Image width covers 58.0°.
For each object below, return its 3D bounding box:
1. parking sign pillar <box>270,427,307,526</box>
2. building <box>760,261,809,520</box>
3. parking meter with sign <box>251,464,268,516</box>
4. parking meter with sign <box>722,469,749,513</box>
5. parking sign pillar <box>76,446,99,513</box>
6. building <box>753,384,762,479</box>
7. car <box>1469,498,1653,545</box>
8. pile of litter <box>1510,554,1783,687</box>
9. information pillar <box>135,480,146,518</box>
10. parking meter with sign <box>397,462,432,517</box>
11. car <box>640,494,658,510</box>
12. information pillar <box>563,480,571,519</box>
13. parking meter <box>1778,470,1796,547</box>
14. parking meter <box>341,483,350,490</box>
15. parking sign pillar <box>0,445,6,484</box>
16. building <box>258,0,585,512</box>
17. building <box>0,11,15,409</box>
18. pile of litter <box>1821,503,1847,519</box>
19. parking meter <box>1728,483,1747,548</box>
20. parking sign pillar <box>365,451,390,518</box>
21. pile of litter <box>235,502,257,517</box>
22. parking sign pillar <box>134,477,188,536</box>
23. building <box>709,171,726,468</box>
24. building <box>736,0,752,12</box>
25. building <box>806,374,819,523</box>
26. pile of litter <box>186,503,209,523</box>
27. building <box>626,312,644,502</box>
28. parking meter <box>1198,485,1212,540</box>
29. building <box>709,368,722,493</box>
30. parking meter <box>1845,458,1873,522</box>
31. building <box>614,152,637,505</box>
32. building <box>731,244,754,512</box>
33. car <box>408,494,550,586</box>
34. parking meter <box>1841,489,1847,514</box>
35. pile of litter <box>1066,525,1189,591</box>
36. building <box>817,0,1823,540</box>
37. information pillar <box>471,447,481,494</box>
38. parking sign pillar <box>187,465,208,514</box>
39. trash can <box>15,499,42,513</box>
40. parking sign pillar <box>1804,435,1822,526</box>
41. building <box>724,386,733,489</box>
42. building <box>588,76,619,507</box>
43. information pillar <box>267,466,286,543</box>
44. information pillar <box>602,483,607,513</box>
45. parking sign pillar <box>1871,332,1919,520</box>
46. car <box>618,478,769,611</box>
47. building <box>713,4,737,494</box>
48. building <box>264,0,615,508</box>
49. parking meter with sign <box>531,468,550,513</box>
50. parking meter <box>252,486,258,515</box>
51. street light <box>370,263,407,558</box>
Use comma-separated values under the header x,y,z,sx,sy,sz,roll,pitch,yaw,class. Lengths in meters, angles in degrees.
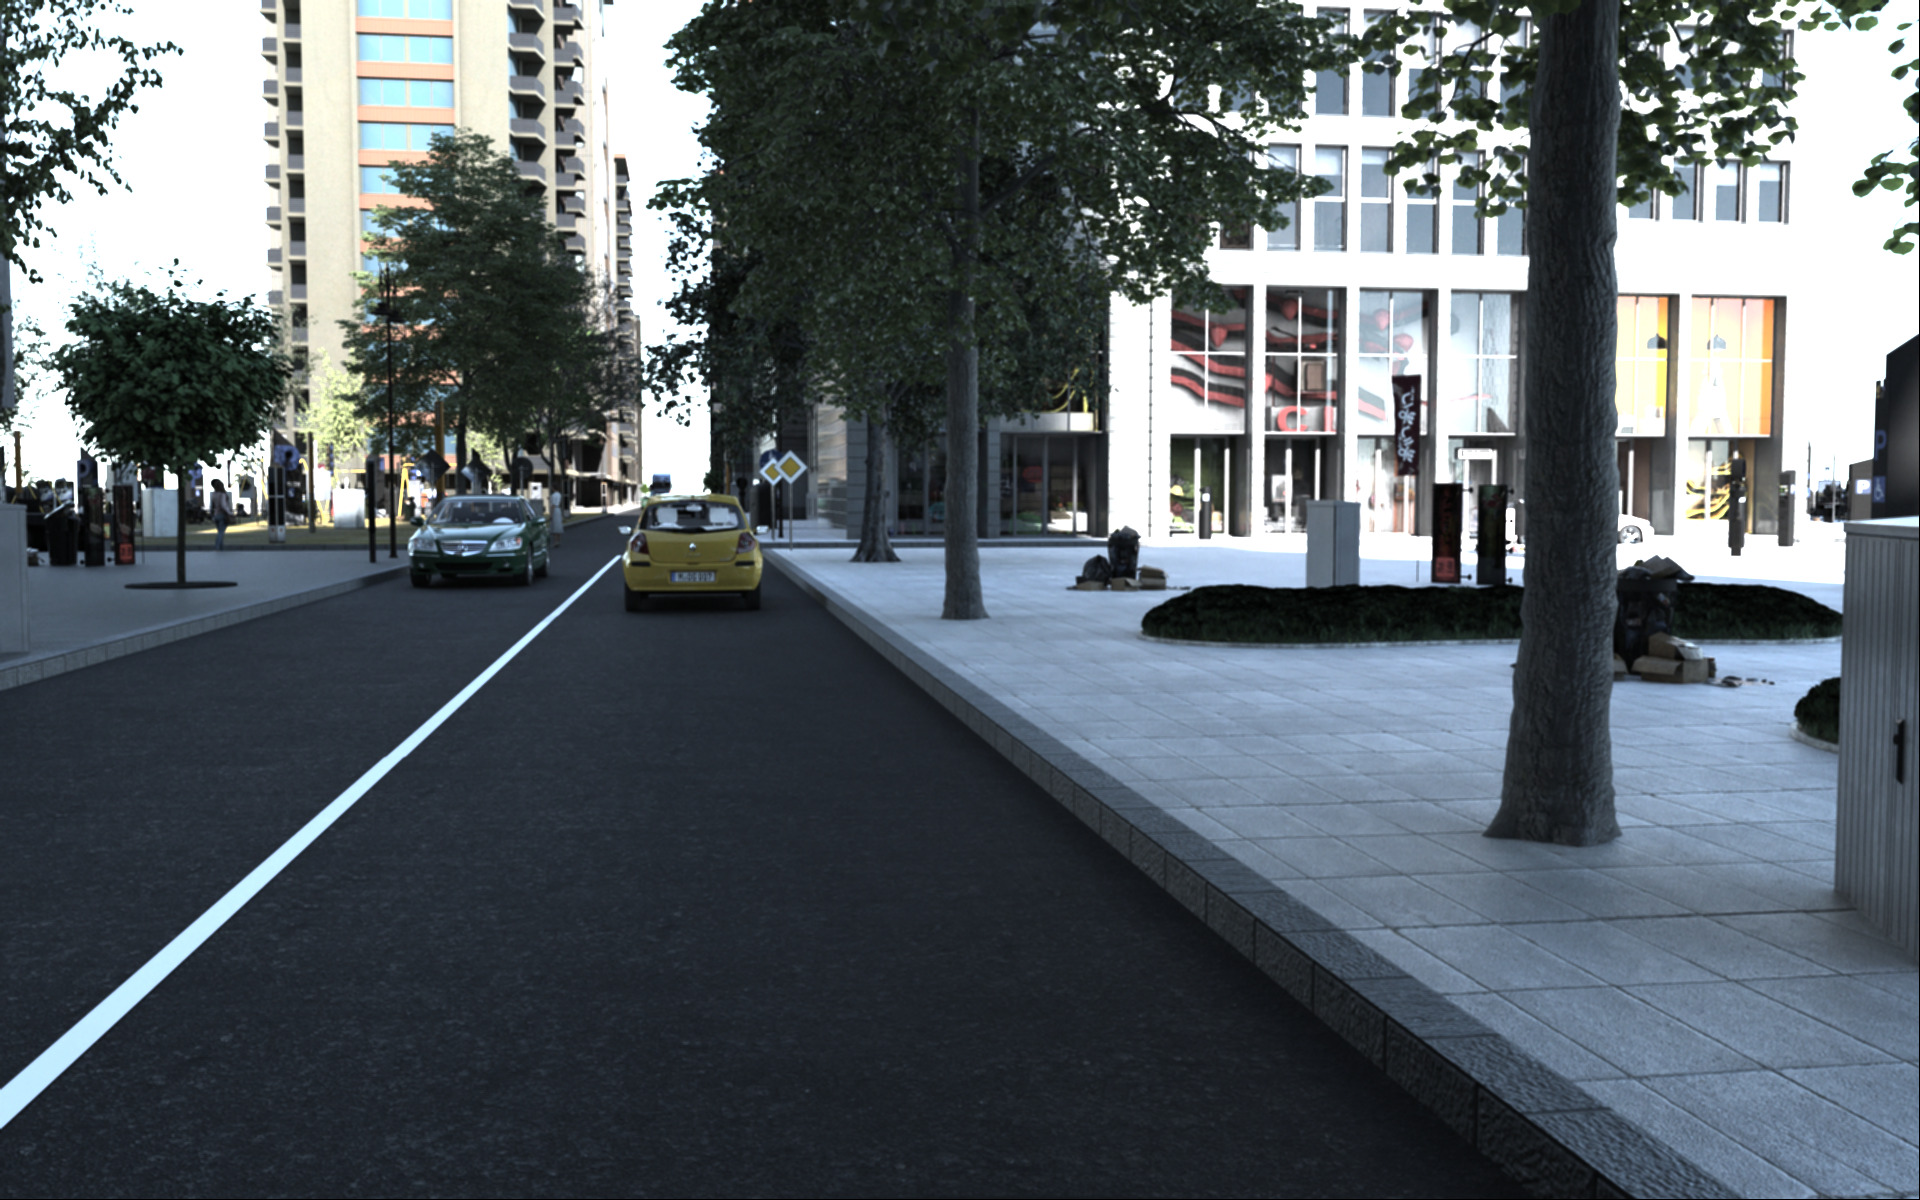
x,y,z,sx,sy,sz,roll,pitch,yaw,class
-26.873,-4.933,69.127,1.447,3.967,1.447,2,4,24,parking sign pillar
-5.941,-15.037,95.006,9.793,20.994,18.267,-1,4,-9,building
-40.451,-6.414,101.135,1.738,3.016,0.543,1,4,12,parking meter with sign
-15.338,-7.475,118.478,1.738,3.016,0.543,1,4,9,parking meter with sign
-48.886,-6.641,97.058,1.447,3.967,1.447,2,4,24,parking sign pillar
-8.056,-15.829,113.561,10.420,20.320,16.860,-1,4,-9,building
15.952,-2.054,45.939,4.827,1.381,2.083,-1,4,-9,car
4.749,0.112,12.136,1.176,0.858,1.719,-2,4,-33,pile of litter
-43.604,-5.350,91.959,0.304,2.012,0.304,-1,4,-12,information pillar
-29.833,-6.022,94.723,1.738,3.016,0.543,-1,4,-13,parking meter with sign
-28.667,-9.117,160.852,2.131,1.459,4.920,-1,4,-9,car
-20.386,-5.218,89.802,0.304,2.012,0.304,0,4,3,information pillar
19.998,-2.213,41.896,0.399,1.863,0.255,-3,5,-41,parking meter
-31.052,-5.002,87.487,0.255,1.863,0.399,3,5,44,parking meter
-52.315,-6.445,93.849,1.447,3.967,1.447,0,4,8,parking sign pillar
-40.159,-29.198,132.013,22.147,44.769,28.867,-1,4,-9,building
-23.853,-20.955,26.212,14.086,41.232,14.154,-1,4,-9,building
44.637,-4.519,87.848,1.176,0.858,1.719,-3,4,-36,pile of litter
18.466,-2.003,41.162,0.372,1.533,0.369,0,3,0,parking meter
-31.103,-6.337,92.090,1.447,3.967,1.447,3,5,43,parking sign pillar
-39.777,-5.030,96.205,1.176,0.858,1.719,-3,5,-39,pile of litter
-24.745,-3.965,53.299,1.447,3.967,1.447,-2,4,-28,parking sign pillar
-22.071,-35.259,231.105,22.147,44.769,28.867,-1,4,-9,building
-8.962,-30.565,154.366,22.147,44.769,28.867,-1,4,-9,building
0.304,-17.541,74.189,14.401,28.519,23.554,-1,4,-9,building
-34.457,-3.890,77.565,1.176,0.858,1.719,0,4,-2,pile of litter
-56.149,-30.264,266.515,14.160,30.474,14.107,-1,4,-9,building
6.885,-2.459,48.609,0.372,1.533,0.369,0,3,0,parking meter
-32.350,-30.628,272.467,14.160,30.474,14.107,-1,4,-9,building
14.432,-1.350,27.792,0.399,1.863,0.255,1,4,15,parking meter
-52.117,-34.303,215.480,22.147,44.769,28.867,-1,4,-9,building
-10.459,-22.063,132.425,14.160,30.474,14.107,-1,4,-9,building
-7.844,-1.024,28.538,2.131,1.459,4.920,0,4,-8,car
47.250,-5.140,92.442,0.372,1.533,0.369,0,3,0,parking meter
2.299,-0.572,23.310,1.719,0.858,1.176,0,4,6,pile of litter
10.542,-16.986,55.206,29.804,29.767,11.434,-1,4,-9,building
-24.154,-5.816,86.443,0.504,3.616,0.183,-3,5,-42,information pillar
-47.162,-7.231,106.700,1.447,3.967,1.447,1,4,13,parking sign pillar
-28.453,-2.525,52.932,0.748,1.137,0.748,0,3,0,trash can
33.825,-4.955,69.478,1.447,3.967,1.447,1,4,19,parking sign pillar
-10.836,-20.729,183.963,27.650,21.520,28.899,-1,4,-9,building
-43.414,-32.499,181.477,14.600,45.320,14.200,-1,4,-9,building
-17.950,-2.507,45.481,0.304,2.012,0.304,2,4,24,information pillar
-23.757,-6.804,115.732,0.304,2.012,0.304,0,4,0,information pillar
12.673,-2.087,22.598,1.447,3.967,1.447,0,4,3,parking sign pillar
-3.496,-0.766,22.749,2.015,1.641,3.980,-1,4,-8,car
-26.300,-49.932,254.631,20.563,71.187,20.611,-1,4,-9,building
-46.660,-34.886,159.629,28.713,52.752,27.495,-1,4,-9,building
-28.701,-7.409,117.404,1.738,3.016,0.543,0,4,-7,parking meter with sign
-43.205,-6.136,106.034,0.399,1.863,0.255,0,4,3,parking meter
-11.439,-3.792,34.792,0.468,5.910,1.993,-1,4,-9,street light
